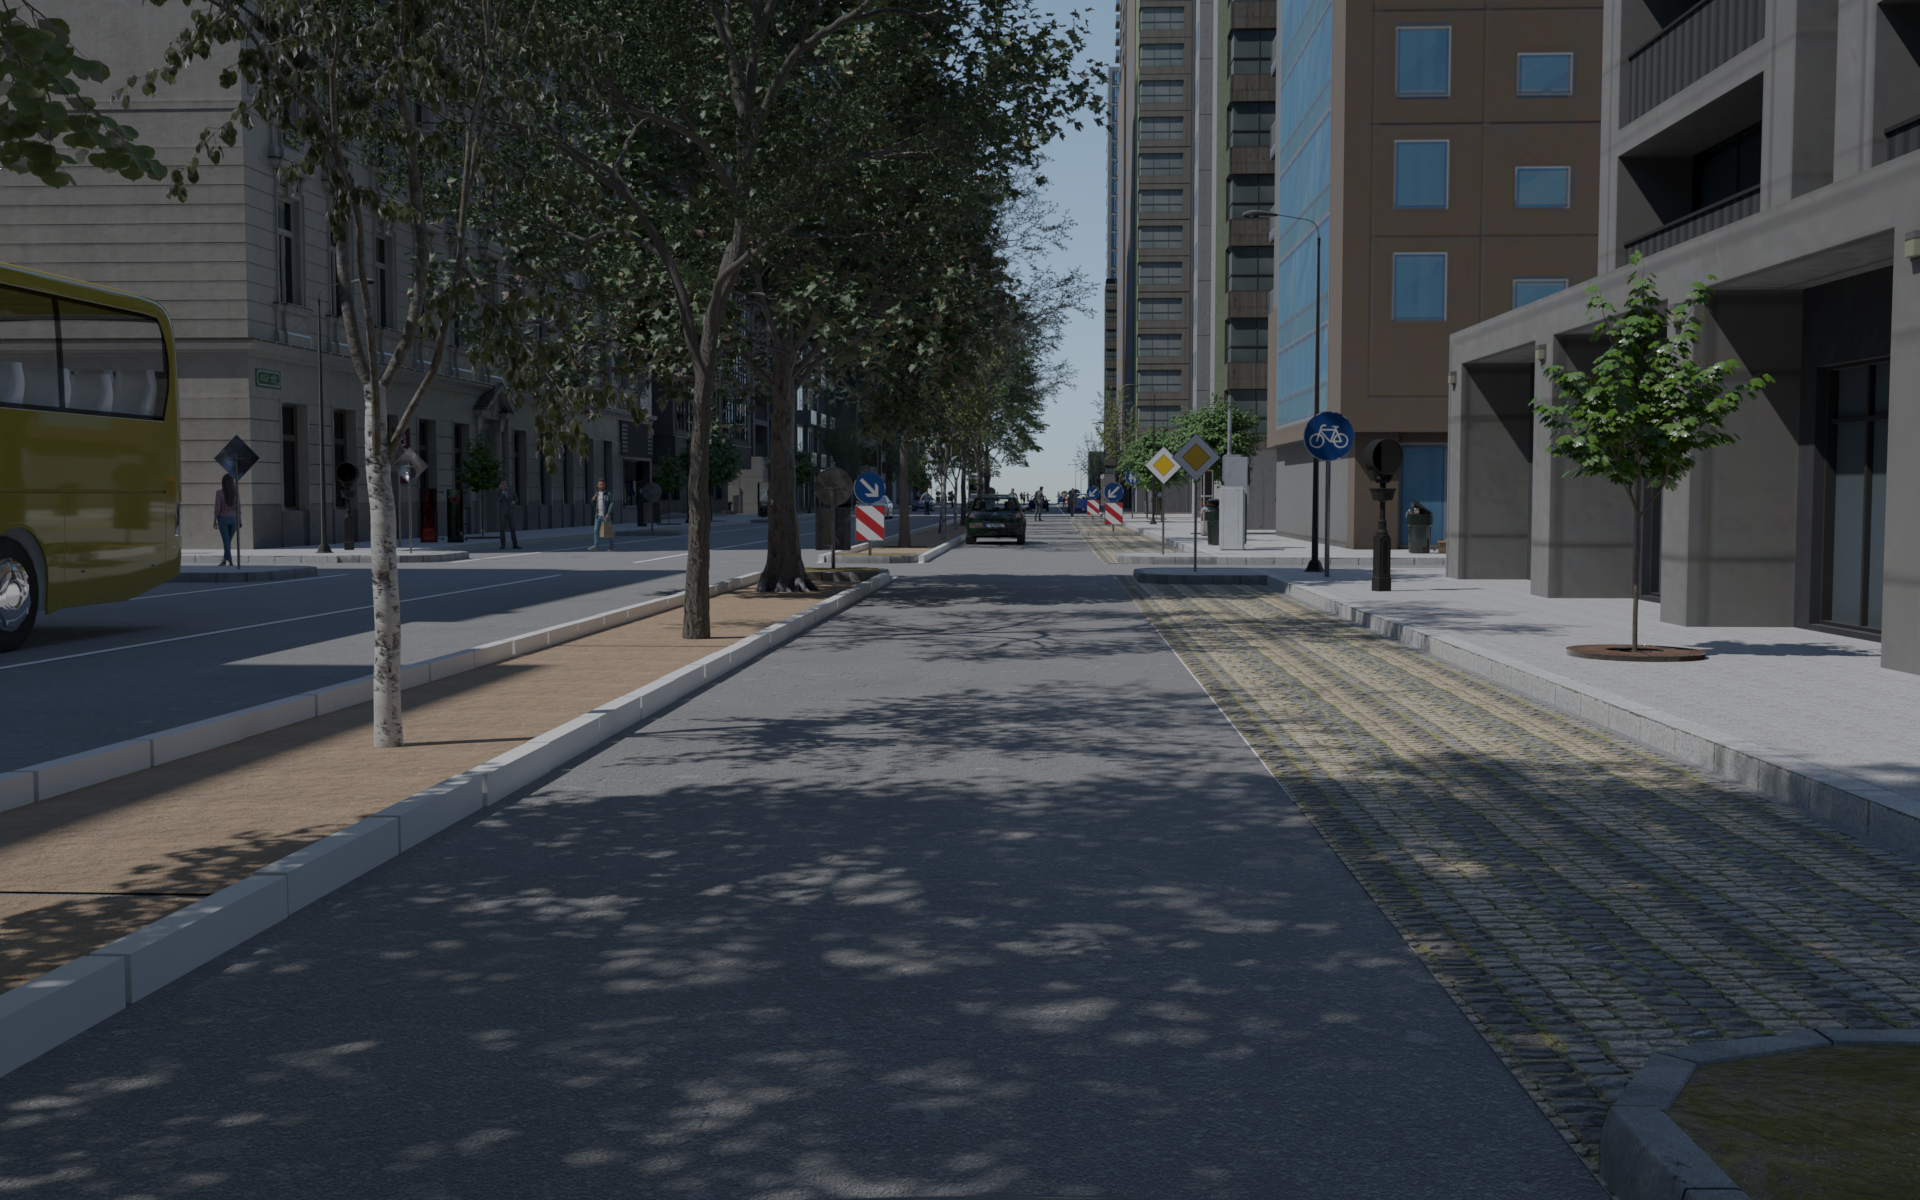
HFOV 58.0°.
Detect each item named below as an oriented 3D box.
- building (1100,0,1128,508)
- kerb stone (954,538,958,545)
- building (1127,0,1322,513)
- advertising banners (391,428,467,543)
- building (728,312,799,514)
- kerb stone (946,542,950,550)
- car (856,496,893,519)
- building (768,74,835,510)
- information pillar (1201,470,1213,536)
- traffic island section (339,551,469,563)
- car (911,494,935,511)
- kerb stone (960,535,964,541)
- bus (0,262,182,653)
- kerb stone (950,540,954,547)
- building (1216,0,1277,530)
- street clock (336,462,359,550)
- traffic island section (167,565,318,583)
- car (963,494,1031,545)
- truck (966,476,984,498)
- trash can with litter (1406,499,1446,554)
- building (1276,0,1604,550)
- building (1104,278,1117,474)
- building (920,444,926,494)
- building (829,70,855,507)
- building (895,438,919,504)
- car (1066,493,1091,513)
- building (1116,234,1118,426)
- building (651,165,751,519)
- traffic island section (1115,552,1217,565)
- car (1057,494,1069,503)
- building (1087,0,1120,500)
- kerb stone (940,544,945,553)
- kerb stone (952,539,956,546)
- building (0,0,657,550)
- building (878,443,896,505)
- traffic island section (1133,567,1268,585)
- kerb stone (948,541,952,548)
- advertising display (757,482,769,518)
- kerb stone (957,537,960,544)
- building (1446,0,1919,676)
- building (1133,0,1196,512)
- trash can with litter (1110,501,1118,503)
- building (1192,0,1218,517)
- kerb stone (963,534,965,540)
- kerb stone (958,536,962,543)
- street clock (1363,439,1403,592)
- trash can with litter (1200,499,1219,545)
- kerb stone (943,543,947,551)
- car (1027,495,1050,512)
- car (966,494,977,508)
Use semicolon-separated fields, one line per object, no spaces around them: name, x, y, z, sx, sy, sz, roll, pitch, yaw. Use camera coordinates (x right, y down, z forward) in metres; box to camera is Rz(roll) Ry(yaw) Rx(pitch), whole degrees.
building;27.913;-47.353;212.470;20.563;71.187;20.611;0;4;3
kerb stone;-0.207;-1.570;47.879;0.120;0.150;1.000;0;4;3
building;20.855;-30.111;142.418;14.600;45.320;14.200;0;4;3
advertising banners;-14.044;-3.035;45.808;2.074;3.025;0.090;1;4;10
building;-22.373;-41.846;122.441;20.563;71.187;20.611;0;4;3
kerb stone;-0.417;-1.319;43.788;0.120;0.150;1.000;0;4;3
car;-4.917;-5.355;99.918;2.083;1.381;4.827;0;4;3
building;-22.905;-32.418;149.638;23.786;49.044;30.456;0;4;3
information pillar;7.557;-2.967;52.998;0.304;2.012;0.304;0;4;-8
traffic island section;-11.902;-0.930;37.481;2.009;0.180;2.903;0;4;3
car;-3.057;-8.123;144.811;2.014;1.417;4.499;0;4;3
kerb stone;-0.054;-1.752;50.957;0.120;0.150;1.000;0;4;3
bus;-9.822;-1.300;12.794;2.896;3.916;12.252;0;4;1
kerb stone;-0.317;-1.444;45.835;0.120;0.150;1.000;0;4;3
building;16.867;-18.092;67.509;14.160;30.474;14.107;0;4;3
street clock;-13.985;-2.143;39.603;0.471;2.002;0.358;0;4;-8
traffic island section;-12.305;-0.442;29.506;2.009;0.180;2.903;0;4;3
car;1.060;-2.488;50.469;2.009;1.686;4.222;0;4;2
truck;2.477;-16.464;258.099;2.839;4.237;11.283;0;4;1
trash can with litter;10.175;-1.592;37.415;1.055;1.170;0.624;1;4;12
building;16.089;-24.134;44.709;14.200;45.320;14.600;0;4;3
building;26.222;-28.129;231.616;14.160;30.474;14.107;0;4;3
building;-16.347;-38.401;251.560;21.300;48.544;21.600;0;4;3
building;-19.993;-33.750;175.518;21.300;48.544;21.600;0;4;3
building;-16.844;-41.859;226.390;21.231;58.520;28.212;0;4;3
car;9.121;-7.547;132.979;1.945;1.707;3.694;0;4;3
building;23.310;-32.252;177.432;14.600;45.320;14.200;0;4;3
building;-20.477;-18.452;95.196;14.314;27.812;24.014;0;4;3
traffic island section;4.318;-0.879;36.659;2.009;0.180;2.903;0;4;3
car;15.078;-14.901;253.218;1.945;1.707;3.694;0;4;2
building;30.307;-57.495;252.714;22.319;86.520;31.000;0;4;3
kerb stone;-0.520;-1.195;41.737;0.120;0.150;1.000;0;4;3
kerb stone;-0.270;-1.508;46.859;0.120;0.150;1.000;0;4;3
building;-23.127;-17.398;60.879;17.030;29.872;44.131;0;4;3
building;-15.200;-26.524;205.364;14.160;30.474;14.107;0;4;3
traffic island section;3.915;-0.392;28.684;2.009;0.180;2.903;0;4;3
kerb stone;-0.367;-1.383;44.814;0.120;0.150;1.000;0;4;3
advertising display;-10.691;-5.441;94.180;0.123;1.923;0.974;2;4;26
kerb stone;-0.164;-1.633;48.900;0.120;0.150;1.000;0;4;3
building;17.184;-35.204;13.843;20.563;71.187;20.611;0;4;3
building;19.910;-27.205;128.403;14.154;41.232;14.086;0;4;3
trash can with litter;9.883;-6.014;109.710;0.624;1.170;1.055;-1;4;-15
building;23.647;-33.869;95.754;21.231;58.520;28.212;0;4;3
kerb stone;-0.011;-1.821;51.983;0.120;0.150;1.000;0;4;3
kerb stone;-0.109;-1.695;49.929;0.120;0.150;1.000;0;4;3
street clock;5.568;-1.117;22.828;0.471;2.002;0.358;-1;4;-18
trash can with litter;6.551;-1.965;43.515;0.624;1.170;1.055;3;5;43
kerb stone;-0.468;-1.258;42.768;0.120;0.150;1.000;0;4;3
car;6.527;-8.013;143.585;1.945;1.354;3.894;0;4;3
car;1.619;-10.085;175.111;2.015;1.641;3.980;0;4;3
